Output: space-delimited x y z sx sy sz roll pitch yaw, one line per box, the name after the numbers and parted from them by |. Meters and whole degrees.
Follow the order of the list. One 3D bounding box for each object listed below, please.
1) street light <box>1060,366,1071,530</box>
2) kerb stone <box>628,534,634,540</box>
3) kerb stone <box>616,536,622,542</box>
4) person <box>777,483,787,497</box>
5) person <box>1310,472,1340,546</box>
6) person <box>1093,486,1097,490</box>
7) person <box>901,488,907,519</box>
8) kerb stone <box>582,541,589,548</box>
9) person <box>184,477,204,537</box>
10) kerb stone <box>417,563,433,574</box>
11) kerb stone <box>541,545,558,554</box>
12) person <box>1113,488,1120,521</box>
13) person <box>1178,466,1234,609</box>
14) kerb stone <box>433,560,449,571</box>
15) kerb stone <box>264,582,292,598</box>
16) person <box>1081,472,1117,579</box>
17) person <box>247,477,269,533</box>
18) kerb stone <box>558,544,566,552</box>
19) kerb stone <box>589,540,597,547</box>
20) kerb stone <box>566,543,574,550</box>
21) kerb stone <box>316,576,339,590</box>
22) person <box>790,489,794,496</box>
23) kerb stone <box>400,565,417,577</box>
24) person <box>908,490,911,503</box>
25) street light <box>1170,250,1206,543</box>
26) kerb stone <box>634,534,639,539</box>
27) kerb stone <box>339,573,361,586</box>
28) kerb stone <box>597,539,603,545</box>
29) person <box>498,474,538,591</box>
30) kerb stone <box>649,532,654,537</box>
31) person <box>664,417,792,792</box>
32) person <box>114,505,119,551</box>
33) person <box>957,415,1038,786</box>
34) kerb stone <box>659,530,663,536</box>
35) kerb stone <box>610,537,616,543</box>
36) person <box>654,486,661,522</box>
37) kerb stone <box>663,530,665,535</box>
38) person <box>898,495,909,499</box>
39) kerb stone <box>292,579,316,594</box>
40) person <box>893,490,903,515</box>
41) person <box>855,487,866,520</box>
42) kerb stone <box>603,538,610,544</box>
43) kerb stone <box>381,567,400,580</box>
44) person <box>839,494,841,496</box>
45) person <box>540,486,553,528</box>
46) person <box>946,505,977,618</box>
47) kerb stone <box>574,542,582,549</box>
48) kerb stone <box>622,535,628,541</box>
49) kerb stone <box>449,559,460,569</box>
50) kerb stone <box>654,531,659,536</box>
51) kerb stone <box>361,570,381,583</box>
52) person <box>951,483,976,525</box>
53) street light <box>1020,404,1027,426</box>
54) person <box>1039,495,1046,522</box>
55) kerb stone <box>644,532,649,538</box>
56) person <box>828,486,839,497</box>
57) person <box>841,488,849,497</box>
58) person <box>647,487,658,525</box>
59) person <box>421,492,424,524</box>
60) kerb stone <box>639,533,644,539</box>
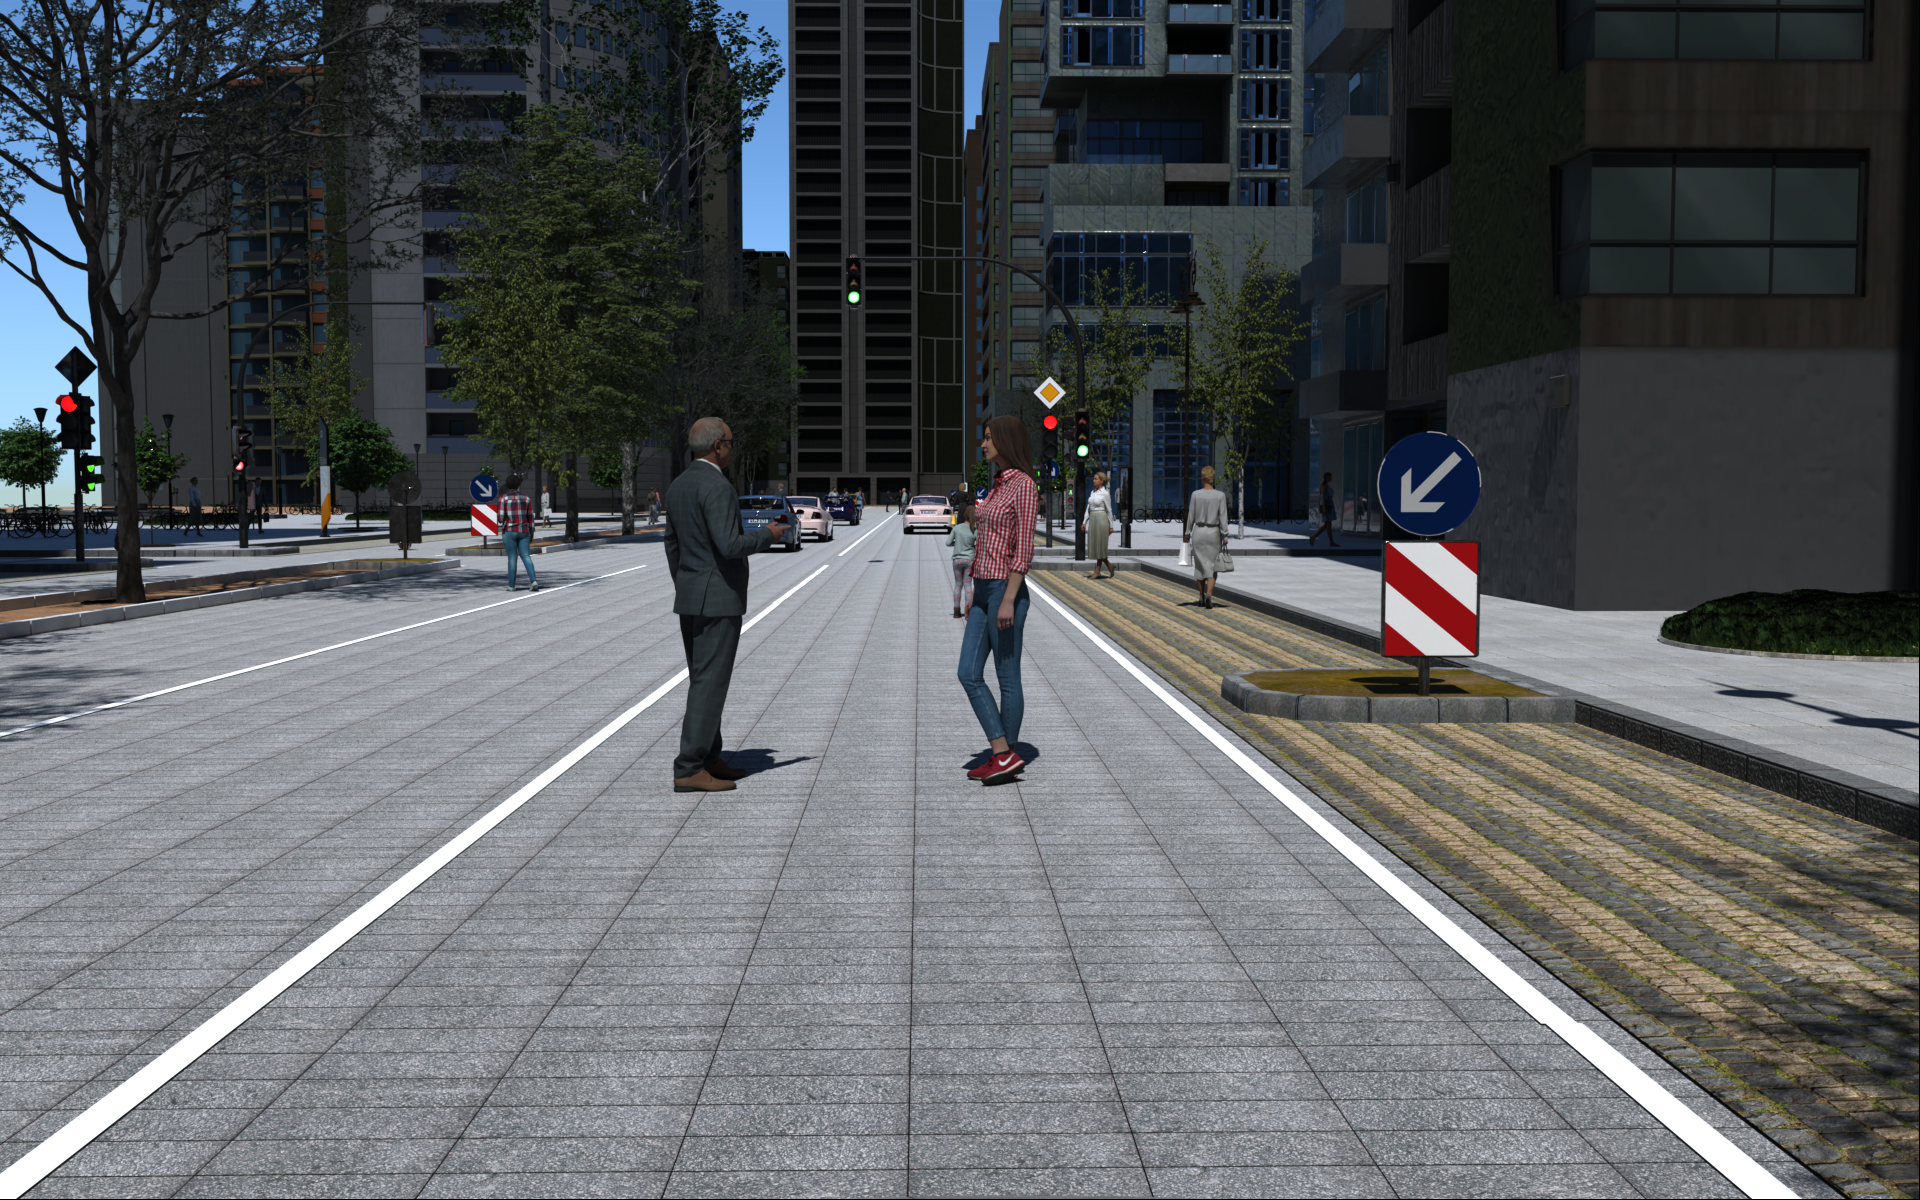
3.721 -5.488 62.514 0.468 5.910 1.993 0 4 -1 | street light
-10.304 -1.915 53.504 0.120 0.150 1.000 0 4 -1 | kerb stone
-10.251 -1.790 51.459 0.120 0.150 1.000 0 4 -1 | kerb stone
-6.346 -3.179 60.648 0.590 1.801 0.661 1 4 17 | person
8.889 -2.207 42.217 0.778 1.811 0.616 2 4 30 | person
6.548 -4.699 83.624 0.466 1.731 0.760 1 4 19 | person
-3.184 -5.612 100.743 0.515 1.767 0.782 0 4 0 | person
-10.142 -1.477 46.337 0.120 0.150 1.000 0 4 -1 | kerb stone
-23.178 -2.817 52.324 0.641 1.798 0.478 1 4 16 | person
-9.804 -0.559 31.425 0.120 0.150 1.000 0 4 -1 | kerb stone
-10.041 -1.225 42.230 0.120 0.150 1.000 0 4 -1 | kerb stone
7.583 -4.647 81.869 0.661 1.843 0.795 3 4 37 | person
3.047 -0.780 21.614 0.694 1.780 0.624 2 4 29 | person
-9.825 -0.626 32.446 0.120 0.150 1.000 0 4 -1 | kerb stone
-9.634 -0.125 24.241 0.120 0.150 1.000 0 4 -1 | kerb stone
2.373 -1.241 29.021 0.641 1.798 0.478 -2 4 -27 | person
-22.917 -3.083 56.421 0.822 1.834 0.622 3 5 41 | person
-10.073 -1.284 43.261 0.120 0.150 1.000 0 4 -1 | kerb stone
-10.159 -1.535 47.360 0.120 0.150 1.000 0 4 -1 | kerb stone
-10.099 -1.351 44.289 0.120 0.150 1.000 0 4 -1 | kerb stone
-9.688 -0.247 26.287 0.120 0.150 1.000 0 4 -1 | kerb stone
-13.376 -7.951 138.504 0.705 1.822 1.348 -1 4 -17 | person
-9.781 -0.502 30.398 0.120 0.150 1.000 0 4 -1 | kerb stone
-5.345 -10.754 184.309 0.705 1.826 1.348 0 4 2 | person
4.327 -3.685 33.032 0.468 5.910 1.993 0 4 -1 | street light
-10.326 -1.978 54.533 0.120 0.150 1.000 0 4 -1 | kerb stone
-9.709 -0.308 27.309 0.120 0.150 1.000 0 4 -1 | kerb stone
-10.191 -1.602 48.383 0.120 0.150 1.000 0 4 -1 | kerb stone
-6.523 -0.988 25.491 0.563 1.720 0.643 -2 4 -35 | person
-10.390 -2.165 57.599 0.120 0.150 1.000 0 4 -1 | kerb stone
-1.151 0.013 8.466 0.590 1.801 0.661 -2 4 -34 | person
-16.940 -1.323 35.138 0.505 1.210 0.382 3 5 45 | person
0.182 -0.010 8.670 0.388 1.821 0.555 -2 4 -32 | person
-10.444 -2.291 59.660 0.120 0.150 1.000 0 4 -1 | kerb stone
-10.228 -1.727 50.434 0.120 0.150 1.000 0 4 -1 | kerb stone
-15.534 -4.914 88.853 0.555 1.821 0.388 2 4 31 | person
-10.462 -2.355 60.696 0.120 0.150 1.000 0 4 -1 | kerb stone
-4.815 -8.598 149.083 1.348 1.824 0.705 -3 5 -44 | person
-9.666 -0.188 25.265 0.120 0.150 1.000 0 4 -1 | kerb stone
-4.158 -6.774 120.078 1.217 1.723 0.721 2 4 35 | person
-5.539 -5.368 96.356 0.616 1.811 0.778 0 4 3 | person
-10.209 -1.664 49.406 0.120 0.150 1.000 0 4 -1 | kerb stone
-9.750 -0.438 29.371 0.120 0.150 1.000 0 4 -1 | kerb stone
-8.575 -6.933 125.037 0.628 1.438 0.799 -3 5 -41 | person
-17.449 -3.930 73.108 0.624 1.780 0.694 -2 4 -32 | person
0.045 -0.439 19.961 0.425 1.301 0.394 -1 4 -9 | person
-10.113 -1.413 45.315 0.120 0.150 1.000 0 4 -1 | kerb stone
-10.281 -1.850 52.482 0.120 0.150 1.000 0 4 -1 | kerb stone
-9.850 -0.690 33.474 0.120 0.150 1.000 0 4 -1 | kerb stone
-10.420 -2.229 58.634 0.120 0.150 1.000 0 4 -1 | kerb stone
-9.738 -0.376 28.346 0.120 0.150 1.000 0 4 -1 | kerb stone
0.403 -2.979 57.418 1.509 1.804 0.699 3 4 38 | person
3.143 -7.110 89.028 0.468 5.910 1.993 0 4 -1 | street light
3.833 -4.241 80.050 0.362 1.253 0.373 1 4 17 | person
-10.369 -2.103 56.577 0.120 0.150 1.000 0 4 -1 | kerb stone
-6.794 -5.172 92.903 0.661 1.843 0.795 -2 4 -29 | person
-7.186 -6.108 108.542 0.466 1.800 0.511 0 4 7 | person
-13.912 -4.254 78.603 0.519 1.759 0.362 2 4 30 | person
-23.425 -4.170 74.573 0.623 1.781 0.721 0 4 -3 | person
-10.346 -2.040 55.555 0.120 0.150 1.000 0 4 -1 | kerb stone
